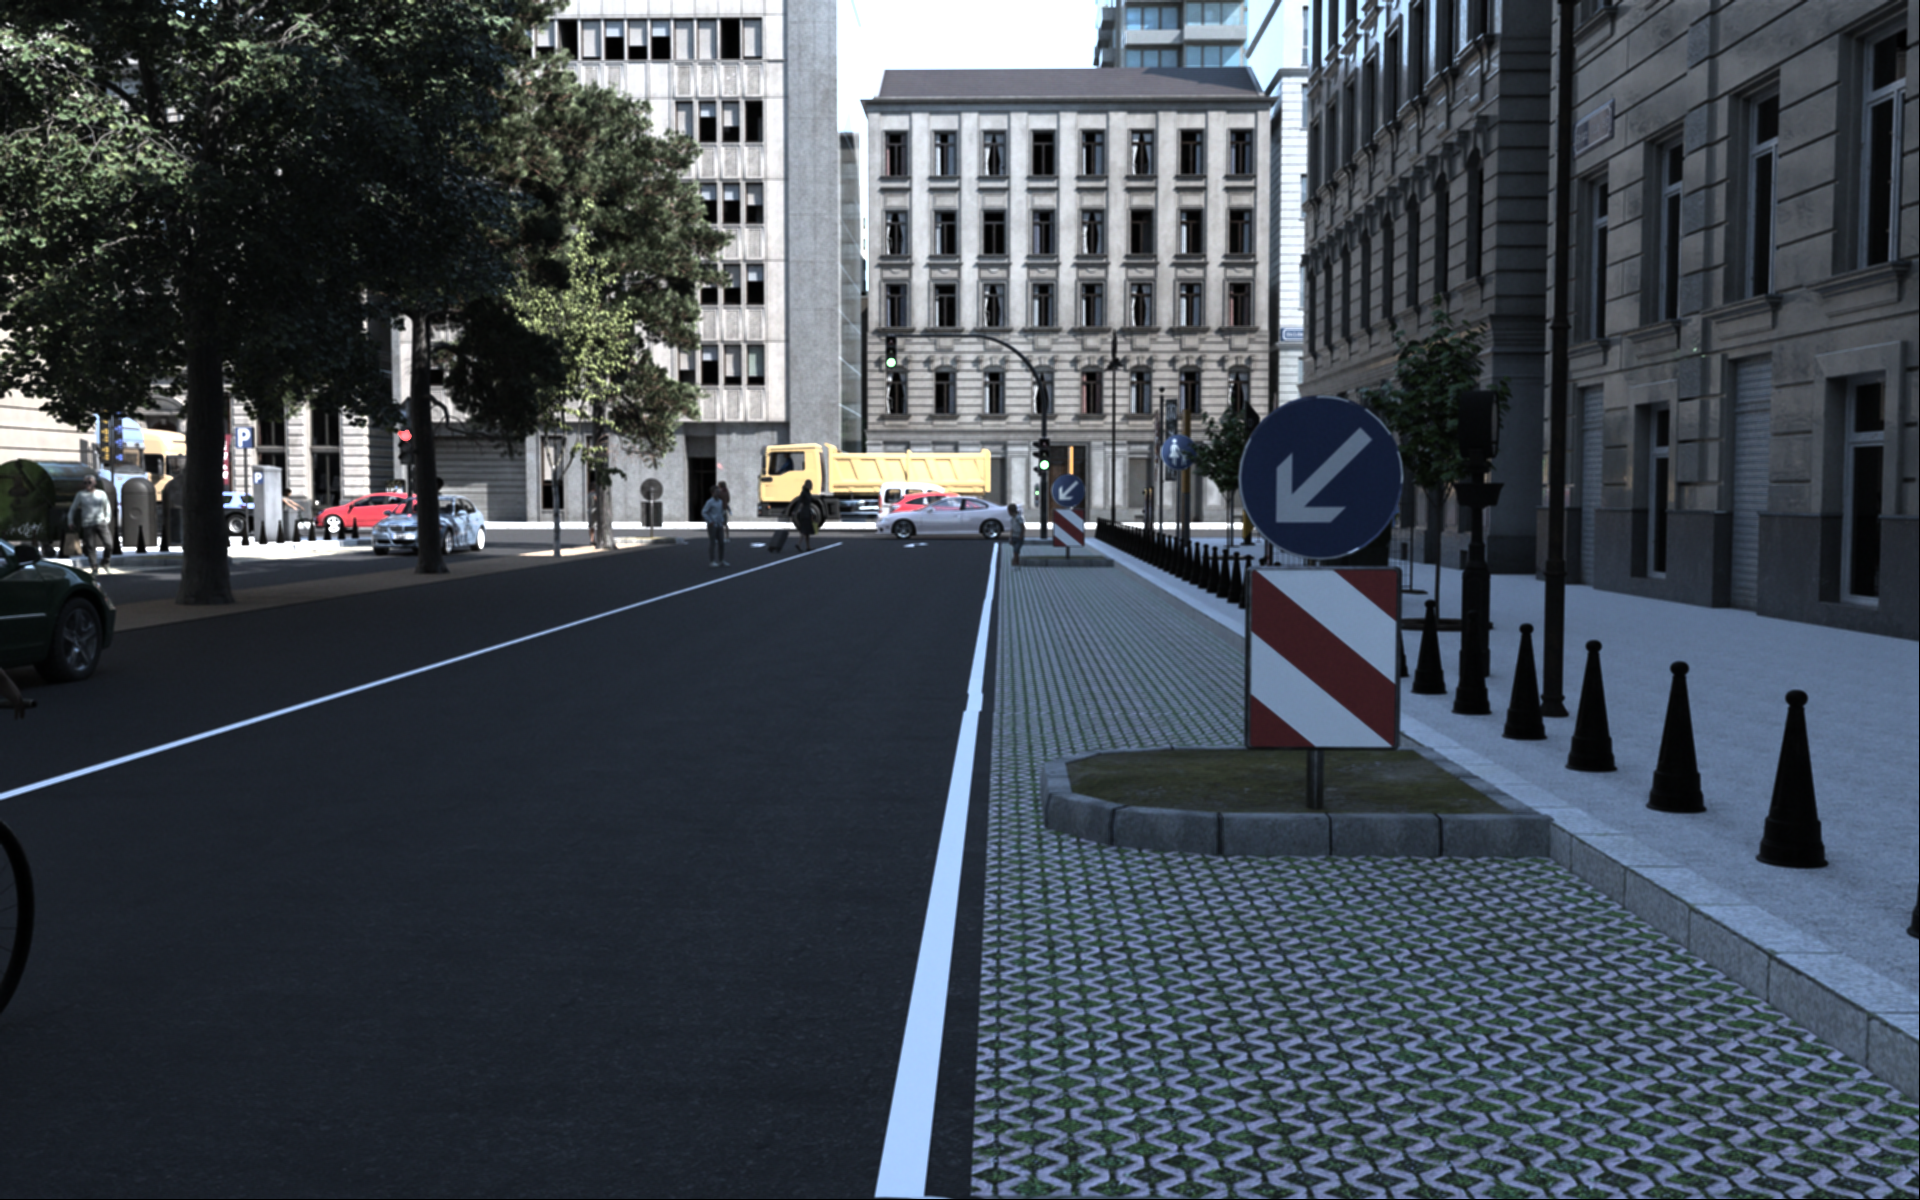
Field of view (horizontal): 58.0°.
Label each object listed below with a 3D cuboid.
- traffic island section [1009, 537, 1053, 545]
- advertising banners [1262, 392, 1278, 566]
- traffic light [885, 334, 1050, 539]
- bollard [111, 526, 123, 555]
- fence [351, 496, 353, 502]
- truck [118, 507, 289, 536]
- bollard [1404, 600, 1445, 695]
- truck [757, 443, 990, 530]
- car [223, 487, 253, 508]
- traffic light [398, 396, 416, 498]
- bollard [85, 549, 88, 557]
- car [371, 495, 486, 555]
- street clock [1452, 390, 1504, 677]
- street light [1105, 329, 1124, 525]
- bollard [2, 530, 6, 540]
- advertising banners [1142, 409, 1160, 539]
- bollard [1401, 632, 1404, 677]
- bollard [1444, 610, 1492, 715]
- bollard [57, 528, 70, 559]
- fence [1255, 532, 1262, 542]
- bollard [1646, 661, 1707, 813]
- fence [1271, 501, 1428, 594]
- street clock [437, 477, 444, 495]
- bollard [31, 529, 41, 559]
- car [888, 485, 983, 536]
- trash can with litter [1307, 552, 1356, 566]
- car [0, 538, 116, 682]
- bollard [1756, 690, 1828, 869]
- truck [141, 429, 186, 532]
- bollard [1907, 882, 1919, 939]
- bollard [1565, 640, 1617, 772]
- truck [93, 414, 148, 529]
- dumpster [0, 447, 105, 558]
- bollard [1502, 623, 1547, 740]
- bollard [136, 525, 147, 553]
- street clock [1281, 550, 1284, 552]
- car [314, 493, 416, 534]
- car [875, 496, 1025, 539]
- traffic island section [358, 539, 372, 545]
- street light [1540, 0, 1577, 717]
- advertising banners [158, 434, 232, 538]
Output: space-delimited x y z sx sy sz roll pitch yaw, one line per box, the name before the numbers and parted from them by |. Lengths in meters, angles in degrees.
traffic island section | 2.411 -1.666 49.527 2.009 0.180 2.903 0 4 1
advertising banners | 5.498 -2.111 30.706 0.090 3.025 2.074 0 4 5
traffic light | 0.278 -4.566 49.325 4.771 5.953 1.251 0 4 1
bollard | -17.796 -1.254 36.542 0.229 0.601 0.229 0 3 0
fence | -25.896 -3.828 73.784 0.480 1.192 2.264 -1 4 -19
truck | -32.782 -4.260 59.407 18.799 4.110 2.967 0 4 2
bollard | 3.029 0.298 11.169 0.229 0.601 0.229 0 3 0
truck | -3.746 -4.357 67.158 9.791 3.379 3.469 0 3 0
car | -29.707 -3.619 68.756 3.694 1.707 1.945 0 4 1
traffic light | -15.835 -3.727 49.856 0.839 4.253 0.868 0 4 1
bollard | -17.828 -1.191 35.507 0.229 0.601 0.229 0 3 0
car | -12.907 -1.854 42.321 2.014 1.417 4.499 0 3 0
street clock | 3.634 -0.465 12.174 0.358 2.002 0.471 2 4 23
street light | 4.321 -4.641 48.672 0.468 5.910 1.993 0 4 1
bollard | -17.897 -1.002 32.428 0.229 0.601 0.229 0 3 0
advertising banners | 4.069 -2.487 36.858 0.090 3.025 2.074 0 4 -2
bollard | 3.054 0.235 12.205 0.229 0.601 0.229 0 3 0
bollard | 3.001 0.361 10.143 0.229 0.601 0.229 0 3 0
bollard | -17.851 -1.128 34.481 0.229 0.601 0.229 0 3 0
fence | 8.923 -1.891 46.288 2.069 0.683 0.278 -1 4 -10
bollard | 2.923 0.550 7.053 0.229 0.601 0.229 0 3 0
fence | 4.870 -0.661 22.018 2.264 1.192 0.480 -1 4 -22
street clock | -22.602 -4.307 74.982 0.471 2.002 0.358 -2 4 -25
bollard | -17.872 -1.065 33.455 0.229 0.601 0.229 0 3 0
car | -0.271 -3.059 59.057 4.494 1.783 2.155 0 4 3
trash can with litter | 3.965 -0.485 19.313 1.055 1.170 0.624 -2 4 -30
car | -7.688 -0.003 11.854 2.131 1.459 4.920 0 4 2
bollard | 2.903 0.613 6.026 0.229 0.601 0.229 0 3 0
truck | -34.083 -4.664 65.173 11.283 4.237 2.839 0 4 0
bollard | 2.872 0.675 5.000 0.229 0.601 0.229 0 3 0
bollard | 2.951 0.487 8.080 0.229 0.601 0.229 0 3 0
truck | -34.382 -3.936 54.115 18.799 4.110 2.967 0 4 2
dumpster | -18.741 -2.018 35.484 1.502 2.255 1.985 0 4 2
bollard | 2.976 0.424 9.116 0.229 0.601 0.229 0 3 0
bollard | -17.768 -1.317 37.568 0.229 0.601 0.229 0 3 0
street clock | 7.216 -2.058 38.224 0.358 2.002 0.471 -1 4 -23
car | -21.386 -3.333 63.528 4.494 1.783 2.155 0 3 0
car | -0.324 -2.653 55.746 4.827 1.381 2.083 0 4 0
traffic island section | -15.875 -1.695 49.991 2.009 0.180 2.903 0 4 1
street light | 3.433 -2.267 9.858 0.468 5.910 1.993 0 4 1
advertising banners | -21.857 -3.265 49.570 2.074 3.025 0.090 -3 5 -42
